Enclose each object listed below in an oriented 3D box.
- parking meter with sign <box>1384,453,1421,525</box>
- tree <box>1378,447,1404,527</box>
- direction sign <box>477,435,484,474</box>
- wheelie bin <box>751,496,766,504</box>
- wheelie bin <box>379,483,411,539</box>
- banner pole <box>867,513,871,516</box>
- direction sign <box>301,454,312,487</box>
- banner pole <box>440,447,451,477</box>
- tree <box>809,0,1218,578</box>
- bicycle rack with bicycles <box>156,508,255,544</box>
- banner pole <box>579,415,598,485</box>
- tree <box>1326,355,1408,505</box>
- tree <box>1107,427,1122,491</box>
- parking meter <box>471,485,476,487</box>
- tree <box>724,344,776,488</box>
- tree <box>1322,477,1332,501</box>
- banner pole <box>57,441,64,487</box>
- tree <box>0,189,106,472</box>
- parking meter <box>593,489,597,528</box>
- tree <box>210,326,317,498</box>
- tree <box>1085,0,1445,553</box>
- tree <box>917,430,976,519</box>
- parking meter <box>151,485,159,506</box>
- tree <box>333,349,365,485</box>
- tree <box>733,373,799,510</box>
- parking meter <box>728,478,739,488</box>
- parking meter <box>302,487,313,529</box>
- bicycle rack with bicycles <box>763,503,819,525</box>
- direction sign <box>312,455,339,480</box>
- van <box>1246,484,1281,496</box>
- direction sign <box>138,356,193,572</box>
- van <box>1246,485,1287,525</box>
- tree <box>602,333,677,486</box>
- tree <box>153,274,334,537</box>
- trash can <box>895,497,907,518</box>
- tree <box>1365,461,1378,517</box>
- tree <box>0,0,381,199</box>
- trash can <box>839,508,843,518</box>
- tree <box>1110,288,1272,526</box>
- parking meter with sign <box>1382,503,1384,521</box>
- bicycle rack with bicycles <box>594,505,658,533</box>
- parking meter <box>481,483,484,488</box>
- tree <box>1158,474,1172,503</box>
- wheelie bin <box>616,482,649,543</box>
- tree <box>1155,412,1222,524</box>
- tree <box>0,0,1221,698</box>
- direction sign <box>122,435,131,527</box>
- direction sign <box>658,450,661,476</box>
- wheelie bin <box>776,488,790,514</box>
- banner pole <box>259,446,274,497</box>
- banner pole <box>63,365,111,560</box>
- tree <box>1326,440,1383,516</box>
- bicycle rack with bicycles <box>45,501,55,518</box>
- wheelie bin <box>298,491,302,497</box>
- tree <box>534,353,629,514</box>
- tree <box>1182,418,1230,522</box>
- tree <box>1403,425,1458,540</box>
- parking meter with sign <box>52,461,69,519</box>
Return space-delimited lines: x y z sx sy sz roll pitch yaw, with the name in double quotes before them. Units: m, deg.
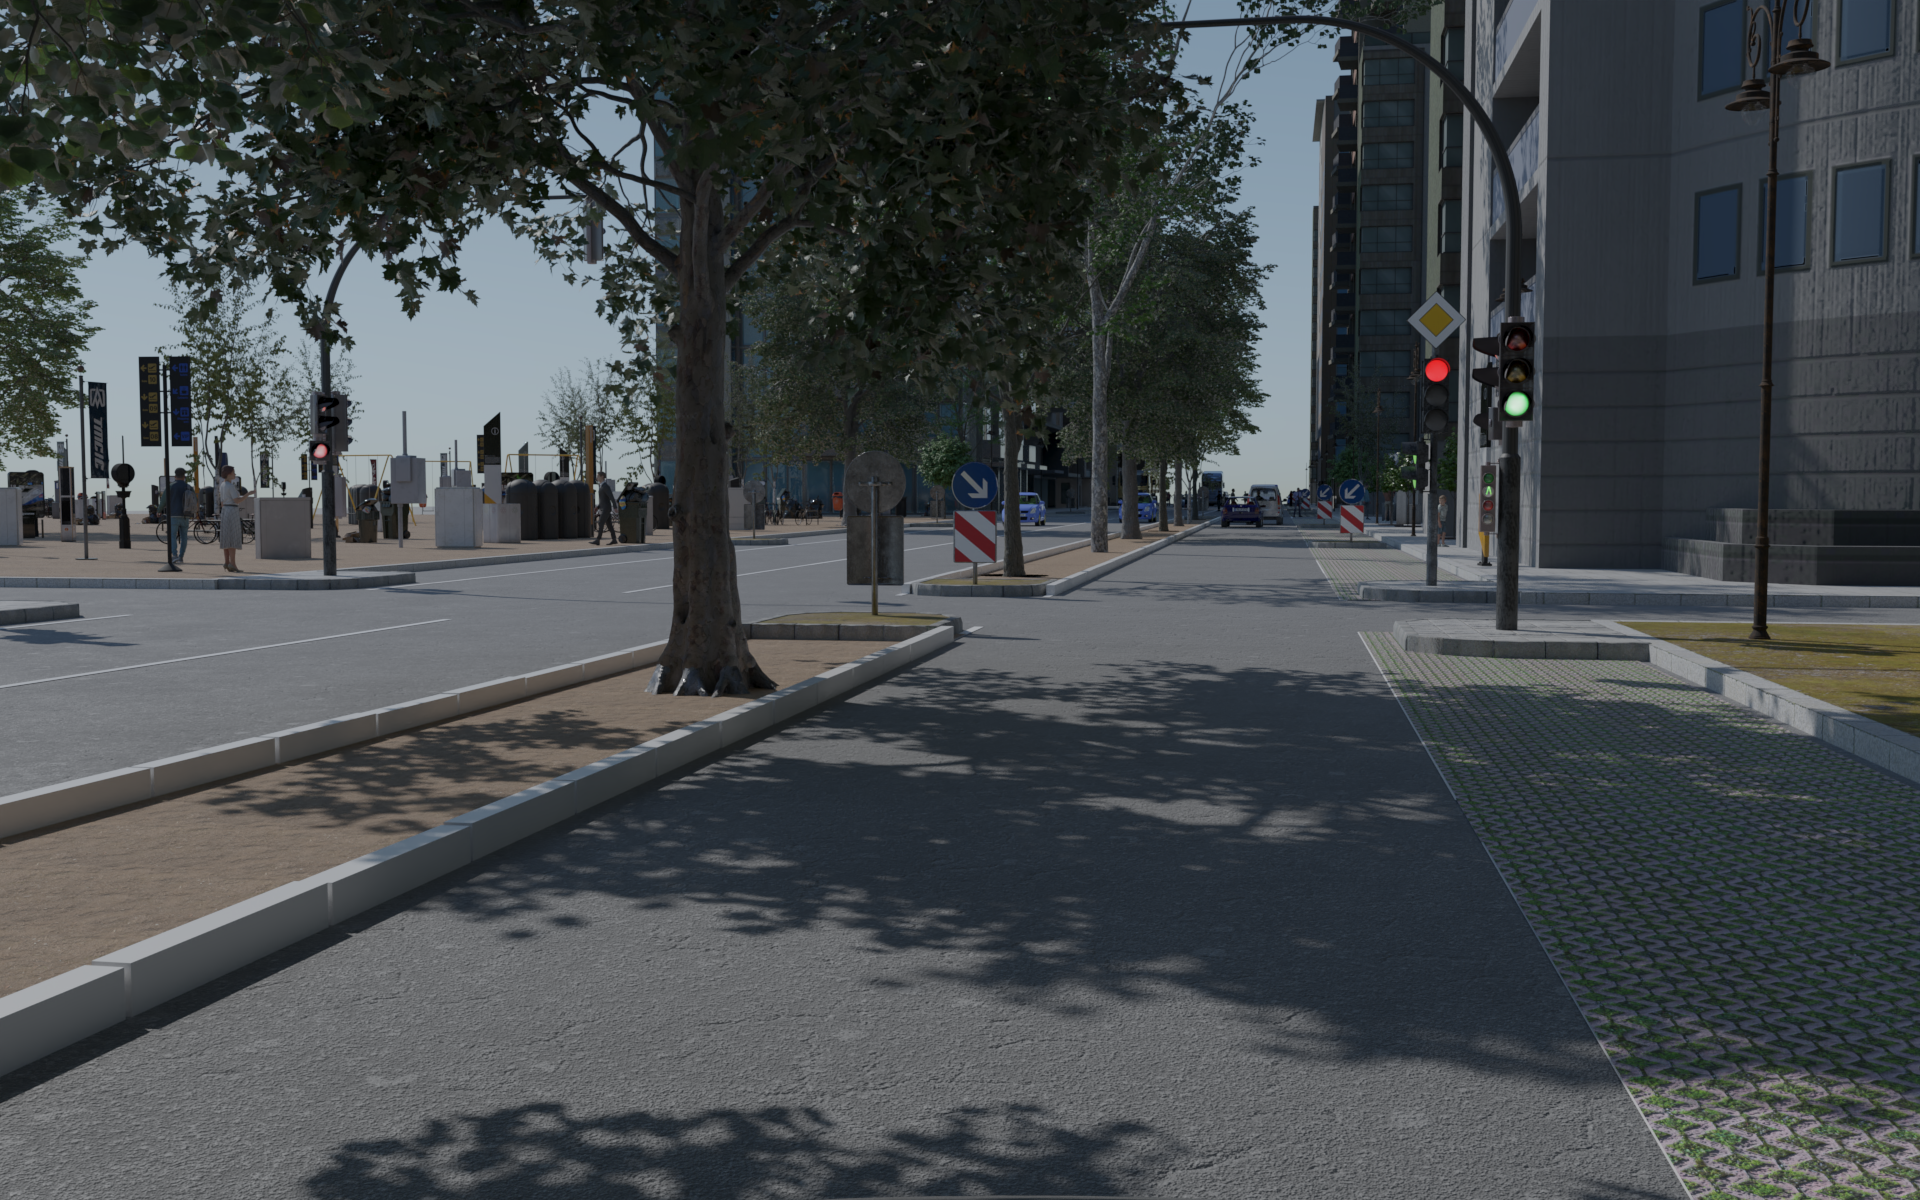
"parking meter with sign" 18.841 -4.712 73.296 0.543 3.016 1.738 -2 4 -26
"tree" 17.391 -4.449 67.338 1.663 3.219 1.824 0 3 0
"direction sign" -17.972 -4.516 65.826 0.876 3.537 0.379 1 4 21
"wheelie bin" -9.453 -4.444 80.571 0.980 1.594 0.693 2 4 34
"wheelie bin" -16.187 -2.552 49.638 0.980 1.594 0.693 2 4 32
"banner pole" -5.501 -6.848 101.987 0.863 3.779 0.401 0 4 -2
"direction sign" -36.643 -6.457 97.572 0.876 3.537 0.379 -2 4 -35
"banner pole" -27.471 -6.281 92.705 0.863 3.779 0.401 1 4 21
"tree" 0.844 -6.205 29.662 9.928 11.665 9.643 0 3 0
"bicycle rack with bicycles" -18.908 -1.936 45.038 2.925 0.926 2.852 1 4 10
"banner pole" -11.933 -4.001 55.429 0.401 3.779 0.863 3 4 37
"tree" 21.774 -8.706 92.709 4.360 8.622 3.978 0 3 0
"tree" 14.766 -13.861 176.988 4.737 8.622 4.395 0 3 0
"parking meter" -29.828 -6.140 106.105 0.255 1.863 0.399 -3 5 -45
"tree" -10.807 -8.281 85.757 4.360 8.622 3.978 0 3 0
"tree" 38.708 -11.417 181.273 1.663 3.219 1.824 0 3 0
"banner pole" -37.385 -5.032 72.283 0.863 3.779 0.401 2 4 26
"tree" -31.861 -8.455 56.367 7.486 12.596 7.792 0 3 0
"parking meter" -13.780 -3.447 64.766 0.372 1.533 0.369 0 3 0
"tree" -30.770 -7.687 76.046 4.360 8.622 3.978 0 3 0
"tree" 4.449 -11.150 40.649 12.611 20.169 13.585 0 3 0
"tree" -0.724 -6.416 88.608 4.285 4.588 4.351 0 3 0
"parking meter" -49.740 -6.199 107.062 0.255 1.863 0.399 2 4 24
"tree" -29.767 -7.989 80.976 4.737 8.622 4.395 0 3 0
"tree" -10.810 -9.137 99.745 4.737 8.622 4.395 0 3 0
"parking meter" -8.067 -3.418 61.597 0.399 1.863 0.255 -2 4 -34
"parking meter" -24.256 -3.424 64.386 0.372 1.533 0.369 0 3 0
"bicycle rack with bicycles" -7.142 -3.569 71.742 2.852 0.926 2.925 1 4 12
"direction sign" -23.317 -4.403 63.990 0.379 3.537 0.876 2 4 34
"van" 19.478 -6.522 111.016 2.240 2.365 5.245 1 4 8
"direction sign" -13.067 -2.235 28.546 0.876 3.537 0.379 0 4 6
"van" 14.393 -4.569 81.715 2.013 2.044 4.112 1 4 12
"tree" -13.630 -7.728 76.717 4.737 8.622 4.395 0 3 0
"tree" -22.333 -6.225 52.137 4.737 8.622 4.395 0 3 0
"trash can" -3.193 -5.002 93.442 0.748 1.137 0.748 0 3 0
"tree" 17.521 -4.640 70.458 1.663 3.219 1.824 0 3 0
"tree" -3.466 -5.708 2.440 9.857 13.997 8.962 0 3 0
"trash can" -6.245 -5.043 94.100 0.748 1.137 0.748 0 3 0
"tree" 9.671 -9.488 75.708 7.486 12.596 7.792 0 3 0
"parking meter with sign" 21.000 -5.288 82.726 1.738 3.016 0.543 -1 4 -22
"bicycle rack with bicycles" -11.538 -2.736 58.118 2.925 0.926 2.852 0 4 6
"parking meter" -24.567 -5.141 89.769 0.255 1.863 0.399 3 5 44
"tree" 30.083 -16.852 259.235 4.285 4.588 4.351 0 3 0
"wheelie bin" -8.514 -2.280 45.191 0.693 1.594 0.980 1 4 13
"tree" 10.923 -7.939 82.619 4.737 8.622 4.395 0 3 0
"tree" -1.881 -5.670 12.168 9.611 12.733 9.660 0 3 0
"direction sign" -32.478 -4.605 67.284 0.379 3.537 0.876 -2 4 -24
"direction sign" -15.409 -5.898 88.434 0.379 3.537 0.876 -2 4 -25
"wheelie bin" -9.522 -5.248 93.710 0.693 1.594 0.980 -2 4 -24
"banner pole" -35.619 -6.065 89.178 0.863 3.779 0.401 -3 4 -37
"banner pole" -16.969 -2.684 33.900 0.401 3.779 0.863 1 4 19
"tree" 23.481 -7.270 102.575 4.285 4.588 4.351 0 3 0
"bicycle rack with bicycles" -49.813 -4.910 93.662 2.852 0.926 2.925 1 4 22
"wheelie bin" -38.341 -5.727 101.536 0.980 1.594 0.693 2 4 35
"tree" -19.018 -8.555 90.238 4.360 8.622 3.978 0 3 0
"tree" 11.672 -8.245 87.623 4.360 8.622 3.978 0 3 0
"tree" 13.948 -3.338 49.177 1.663 3.219 1.824 0 3 0
"parking meter with sign" -46.823 -5.738 90.079 0.543 3.016 1.738 -1 4 -15
